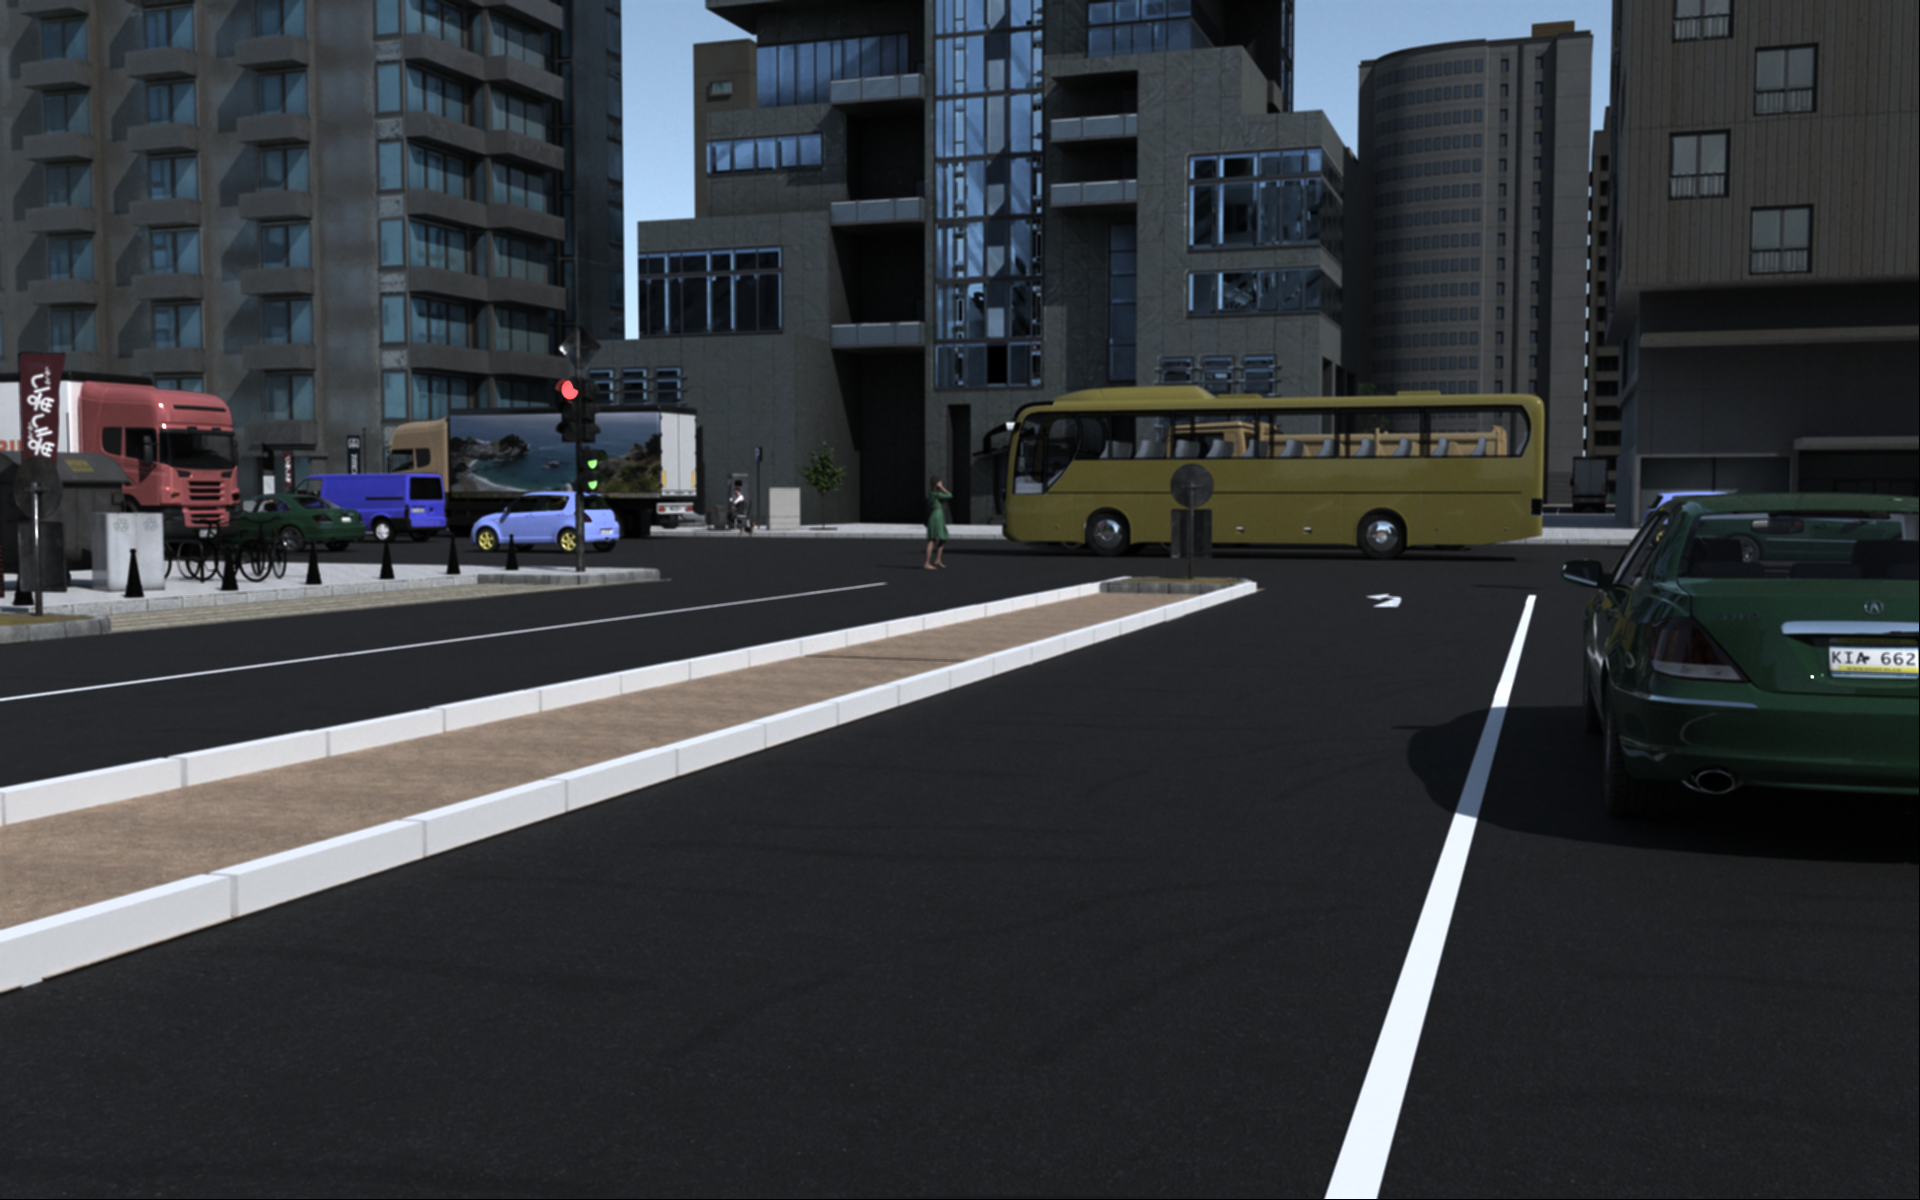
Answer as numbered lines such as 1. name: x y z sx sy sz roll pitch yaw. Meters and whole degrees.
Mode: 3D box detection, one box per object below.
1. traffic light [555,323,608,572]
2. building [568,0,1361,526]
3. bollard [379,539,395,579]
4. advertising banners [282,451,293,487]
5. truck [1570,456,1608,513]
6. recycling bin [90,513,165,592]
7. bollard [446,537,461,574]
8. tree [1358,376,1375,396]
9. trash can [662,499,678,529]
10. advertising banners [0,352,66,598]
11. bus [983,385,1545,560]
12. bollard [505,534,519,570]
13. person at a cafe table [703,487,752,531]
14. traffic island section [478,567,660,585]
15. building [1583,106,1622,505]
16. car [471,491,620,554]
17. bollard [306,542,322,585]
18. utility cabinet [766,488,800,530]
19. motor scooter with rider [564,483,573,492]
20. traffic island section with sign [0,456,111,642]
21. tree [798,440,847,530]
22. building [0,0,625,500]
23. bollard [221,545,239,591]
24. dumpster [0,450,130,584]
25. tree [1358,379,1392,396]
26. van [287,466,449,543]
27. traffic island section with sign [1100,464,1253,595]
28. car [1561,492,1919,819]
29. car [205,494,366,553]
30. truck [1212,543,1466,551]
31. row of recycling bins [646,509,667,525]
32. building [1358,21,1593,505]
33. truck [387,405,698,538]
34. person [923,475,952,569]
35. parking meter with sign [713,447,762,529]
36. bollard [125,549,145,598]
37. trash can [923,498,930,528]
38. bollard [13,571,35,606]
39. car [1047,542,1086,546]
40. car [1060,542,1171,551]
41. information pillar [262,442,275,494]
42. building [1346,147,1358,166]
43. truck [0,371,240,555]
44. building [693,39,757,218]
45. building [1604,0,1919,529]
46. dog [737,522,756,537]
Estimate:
1. traffic light: -6.253 -2.420 28.489 0.839 4.253 0.868 1 4 19
2. building: 1.793 -46.700 76.216 31.000 86.520 22.319 1 4 19
3. bollard: -8.661 -0.619 26.163 0.229 0.601 0.229 0 3 0
4. advertising banners: -26.928 -4.570 70.906 0.090 3.025 2.074 2 4 24
5. truck: 48.941 -8.915 134.675 2.839 4.237 11.283 1 4 20
6. recycling bin: -11.126 -0.648 23.155 0.722 1.027 0.722 -3 5 -43
7. bollard: -8.115 -0.715 27.725 0.229 0.601 0.229 0 3 0
8. tree: 26.851 -13.429 129.927 12.009 13.543 11.850 0 3 0
9. trash can: -10.750 -3.211 64.151 0.748 1.137 0.748 0 3 0
10. advertising banners: -12.077 -1.533 21.244 2.074 3.025 0.090 -1 4 -18
11. bus: 6.786 -2.923 39.341 12.252 3.916 2.896 1 4 18
12. bollard: -7.578 -0.809 29.273 0.229 0.601 0.229 0 3 0
13. person at a cafe table: -8.147 -3.201 60.856 1.622 1.524 1.698 -1 4 -12
14. traffic island section: -6.287 -0.389 28.636 2.009 0.180 2.903 1 4 19
15. building: 89.801 -36.263 216.607 21.600 48.544 21.300 1 4 19
16. car: -10.305 -2.033 42.835 3.694 1.707 1.945 1 4 21
17. bollard: -9.194 -0.525 24.620 0.229 0.601 0.229 0 3 0
18. utility cabinet: -6.253 -3.213 61.214 1.173 1.500 0.318 -2 4 -29
19. motor scooter with rider: -11.443 -2.498 49.802 1.986 1.779 0.876 1 4 21
20. traffic island section with sign: -9.822 -0.540 17.461 1.989 1.847 2.006 1 4 19
21. tree: -4.813 -4.149 62.436 1.663 3.219 1.824 0 3 0
22. building: -34.298 -28.859 91.459 30.456 49.044 23.786 1 4 19
23. bollard: -9.736 -0.430 23.071 0.229 0.601 0.229 0 3 0
24. dumpster: -12.488 -1.093 23.635 1.264 1.857 1.865 1 4 19
25. tree: 35.215 -14.090 156.121 9.928 11.665 9.643 0 3 0
26. van: -18.051 -2.906 51.890 5.245 2.365 2.240 1 4 21
27. traffic island section with sign: 3.286 -1.066 25.565 2.006 1.907 1.989 1 4 19
28. car: 4.183 0.184 8.782 2.131 1.459 4.920 1 4 18
29. car: -17.339 -1.946 43.613 4.920 1.459 2.131 1 4 20
30. truck: 9.366 -3.065 46.040 9.791 3.379 3.469 1 4 19
31. row of recycling bins: -12.496 -3.917 71.155 3.534 1.692 1.069 1 4 17
32. building: 65.809 -41.659 223.124 28.212 58.520 21.231 1 4 19
33. truck: -14.233 -4.180 57.256 11.283 4.237 2.839 1 4 20
34. person: -0.478 -1.489 33.098 0.529 1.795 0.600 -2 4 -26
35. parking meter with sign: -8.187 -4.127 63.740 1.738 3.016 0.543 -2 4 -29
36. bollard: -10.271 -0.336 21.528 0.229 0.601 0.229 0 3 0
37. trash can: -1.047 -3.285 65.371 0.748 1.137 0.748 0 3 0
38. bollard: -10.810 -0.241 19.981 0.229 0.601 0.229 0 3 0
39. car: 3.954 -2.496 49.487 2.281 1.827 5.304 1 4 19
40. car: 4.429 -2.143 44.825 4.222 1.686 2.009 1 4 19
41. information pillar: -31.221 -5.312 78.204 0.504 3.616 0.183 0 4 -4
42. building: 42.708 -37.284 233.291 21.600 48.544 21.300 1 4 19
43. truck: -21.896 -3.202 41.269 11.283 4.237 2.839 1 4 20
44. building: -12.626 -33.784 176.070 21.600 48.544 21.300 1 4 19
45. building: 39.974 -29.309 68.449 27.495 52.752 28.713 1 4 19
46. dog: -7.063 -2.323 57.273 0.406 0.507 0.540 2 4 29
